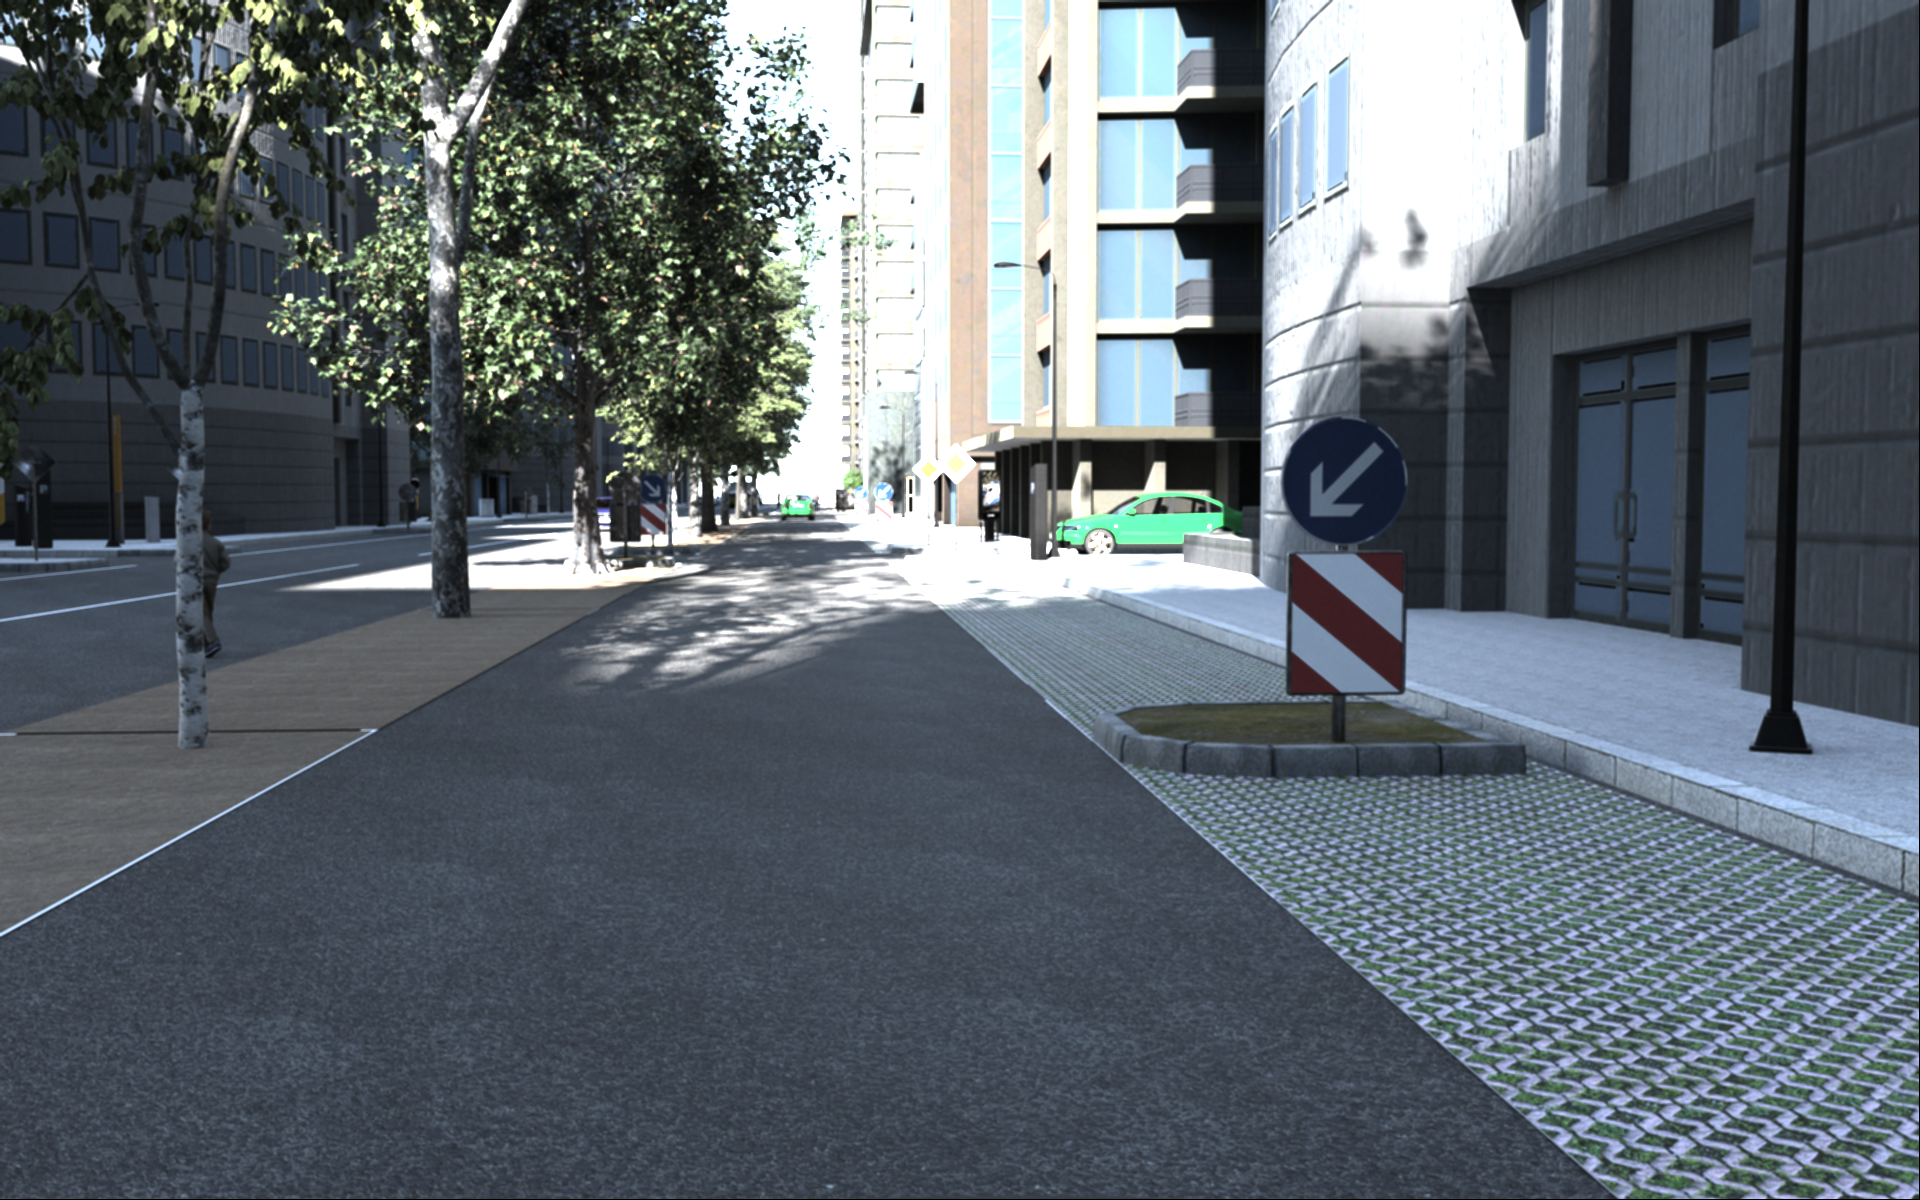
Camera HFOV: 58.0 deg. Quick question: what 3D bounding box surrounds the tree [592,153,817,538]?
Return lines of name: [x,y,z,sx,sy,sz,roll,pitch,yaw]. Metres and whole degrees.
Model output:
tree: [-8.543,-8.283,56.010,7.486,12.596,7.792,0,3,0]

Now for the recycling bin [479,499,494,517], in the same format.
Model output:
recycling bin: [-26.075,-5.066,95.383,0.722,1.027,0.722,-2,4,-24]

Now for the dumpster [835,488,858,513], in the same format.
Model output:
dumpster: [-8.565,-7.522,131.200,1.865,1.857,1.264,0,4,-6]

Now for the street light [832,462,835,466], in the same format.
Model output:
street light: [-19.648,-18.578,276.283,1.470,5.913,1.316,0,4,-5]

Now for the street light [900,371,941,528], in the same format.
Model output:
street light: [-1.426,-5.688,65.543,1.470,5.913,1.316,0,4,-5]

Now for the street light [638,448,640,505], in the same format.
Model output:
street light: [-31.122,-12.103,170.424,1.470,5.913,1.316,0,4,-5]

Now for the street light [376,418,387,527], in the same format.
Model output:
street light: [-22.155,-5.826,67.801,1.470,5.913,1.316,0,4,-5]

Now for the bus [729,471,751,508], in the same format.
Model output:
bus: [-22.481,-11.461,178.933,2.896,3.916,12.252,0,4,-4]

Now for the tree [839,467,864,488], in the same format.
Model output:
tree: [-12.701,-13.512,204.640,4.285,4.588,4.351,0,3,0]

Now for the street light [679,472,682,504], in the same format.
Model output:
street light: [-35.994,-15.520,226.298,1.470,5.913,1.316,0,4,-5]

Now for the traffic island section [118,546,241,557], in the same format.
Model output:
traffic island section: [-18.426,-1.156,41.177,2.009,0.180,2.903,0,4,-5]

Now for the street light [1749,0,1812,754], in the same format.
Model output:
street light: [3.585,-2.199,8.488,1.470,5.913,1.316,0,4,-5]

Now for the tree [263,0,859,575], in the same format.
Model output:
tree: [-6.613,-6.778,30.288,9.611,12.733,9.660,0,3,0]

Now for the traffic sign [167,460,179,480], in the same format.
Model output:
traffic sign: [-18.404,-2.292,41.117,0.795,2.450,0.064,0,4,-5]

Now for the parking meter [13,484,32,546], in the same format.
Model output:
parking meter: [-23.078,-2.094,42.651,0.372,1.533,0.369,0,3,0]

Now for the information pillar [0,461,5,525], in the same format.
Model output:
information pillar: [-25.169,-3.286,45.073,0.504,3.616,0.183,-1,4,-9]

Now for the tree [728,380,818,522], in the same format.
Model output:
tree: [-11.548,-9.307,89.044,8.767,10.594,7.601,0,4,-5]

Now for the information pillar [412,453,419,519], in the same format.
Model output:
information pillar: [-28.475,-6.067,90.542,0.183,3.616,0.504,1,4,10]

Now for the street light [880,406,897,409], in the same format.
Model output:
street light: [-3.541,-7.280,91.569,1.470,5.913,1.316,0,4,-5]

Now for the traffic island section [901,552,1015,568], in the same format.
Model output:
traffic island section: [-0.059,-0.763,34.749,2.009,0.180,2.903,0,4,-5]

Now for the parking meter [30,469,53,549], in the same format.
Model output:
parking meter: [-21.690,-2.151,40.883,0.255,1.863,0.399,3,5,39]

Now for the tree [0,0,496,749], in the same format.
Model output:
tree: [-4.373,-3.480,9.724,4.737,8.622,4.395,0,3,0]

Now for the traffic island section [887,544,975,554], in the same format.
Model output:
traffic island section: [-0.751,-1.249,42.704,2.009,0.180,2.903,0,4,-5]

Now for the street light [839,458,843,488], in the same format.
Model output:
street light: [-12.428,-13.510,193.424,1.470,5.913,1.316,0,4,-5]

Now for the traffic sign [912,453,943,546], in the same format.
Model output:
traffic sign: [-0.774,-2.384,42.625,0.795,2.450,0.064,0,4,-5]

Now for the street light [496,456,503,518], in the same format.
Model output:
street light: [-24.464,-7.417,93.810,1.470,5.913,1.316,0,4,-5]

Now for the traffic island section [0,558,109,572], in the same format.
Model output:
traffic island section: [-17.734,-0.669,33.221,2.009,0.180,2.903,0,4,-5]

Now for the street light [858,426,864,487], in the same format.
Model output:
street light: [-5.974,-8.870,117.567,1.470,5.913,1.316,0,4,-5]

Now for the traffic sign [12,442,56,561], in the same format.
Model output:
traffic sign: [-17.711,-1.805,33.162,0.795,2.450,0.064,0,4,-5]

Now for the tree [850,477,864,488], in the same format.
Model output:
tree: [-11.698,-12.660,201.587,1.663,3.219,1.824,0,3,0]

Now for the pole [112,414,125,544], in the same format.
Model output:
pole: [-21.609,-3.096,44.460,0.158,3.312,0.155,0,3,0]

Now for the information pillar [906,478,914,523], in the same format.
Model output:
information pillar: [-2.227,-4.426,76.864,0.304,2.012,0.304,-1,4,-18]

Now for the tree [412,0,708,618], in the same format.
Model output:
tree: [-4.609,-9.808,18.710,12.611,20.169,13.585,0,3,0]

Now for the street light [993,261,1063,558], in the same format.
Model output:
street light: [1.360,-3.805,34.745,1.470,5.913,1.316,0,4,-5]

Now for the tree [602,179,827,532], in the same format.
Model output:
tree: [-9.430,-9.515,64.678,9.857,13.997,8.962,0,3,0]

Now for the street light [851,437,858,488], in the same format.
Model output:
street light: [-7.907,-10.328,141.398,1.470,5.913,1.316,0,4,-5]

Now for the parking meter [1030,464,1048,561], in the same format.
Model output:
parking meter: [1.521,-1.699,33.496,0.255,1.863,0.399,-1,4,-15]

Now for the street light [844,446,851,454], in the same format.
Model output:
street light: [-10.194,-11.919,167.409,1.470,5.913,1.316,0,4,-5]

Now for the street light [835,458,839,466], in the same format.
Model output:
street light: [-15.136,-15.395,224.256,1.470,5.913,1.316,0,4,-5]

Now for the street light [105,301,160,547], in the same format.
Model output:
street light: [-19.960,-4.235,41.782,1.470,5.913,1.316,0,4,-5]

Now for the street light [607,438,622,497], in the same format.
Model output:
street light: [-28.684,-10.468,143.689,1.470,5.913,1.316,0,4,-5]

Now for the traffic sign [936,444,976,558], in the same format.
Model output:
traffic sign: [-0.082,-1.898,34.670,0.795,2.450,0.064,0,4,-5]

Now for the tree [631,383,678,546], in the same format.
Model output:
tree: [-7.588,-5.635,44.959,4.737,8.622,4.395,0,3,0]

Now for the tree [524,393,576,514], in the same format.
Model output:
tree: [-26.783,-9.972,113.412,4.360,8.622,3.978,0,3,0]

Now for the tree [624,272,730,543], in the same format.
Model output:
tree: [-8.202,-5.917,49.563,4.360,8.622,3.978,0,3,0]

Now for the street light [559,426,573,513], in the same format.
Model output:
street light: [-26.448,-8.846,117.168,1.470,5.913,1.316,0,4,-5]
